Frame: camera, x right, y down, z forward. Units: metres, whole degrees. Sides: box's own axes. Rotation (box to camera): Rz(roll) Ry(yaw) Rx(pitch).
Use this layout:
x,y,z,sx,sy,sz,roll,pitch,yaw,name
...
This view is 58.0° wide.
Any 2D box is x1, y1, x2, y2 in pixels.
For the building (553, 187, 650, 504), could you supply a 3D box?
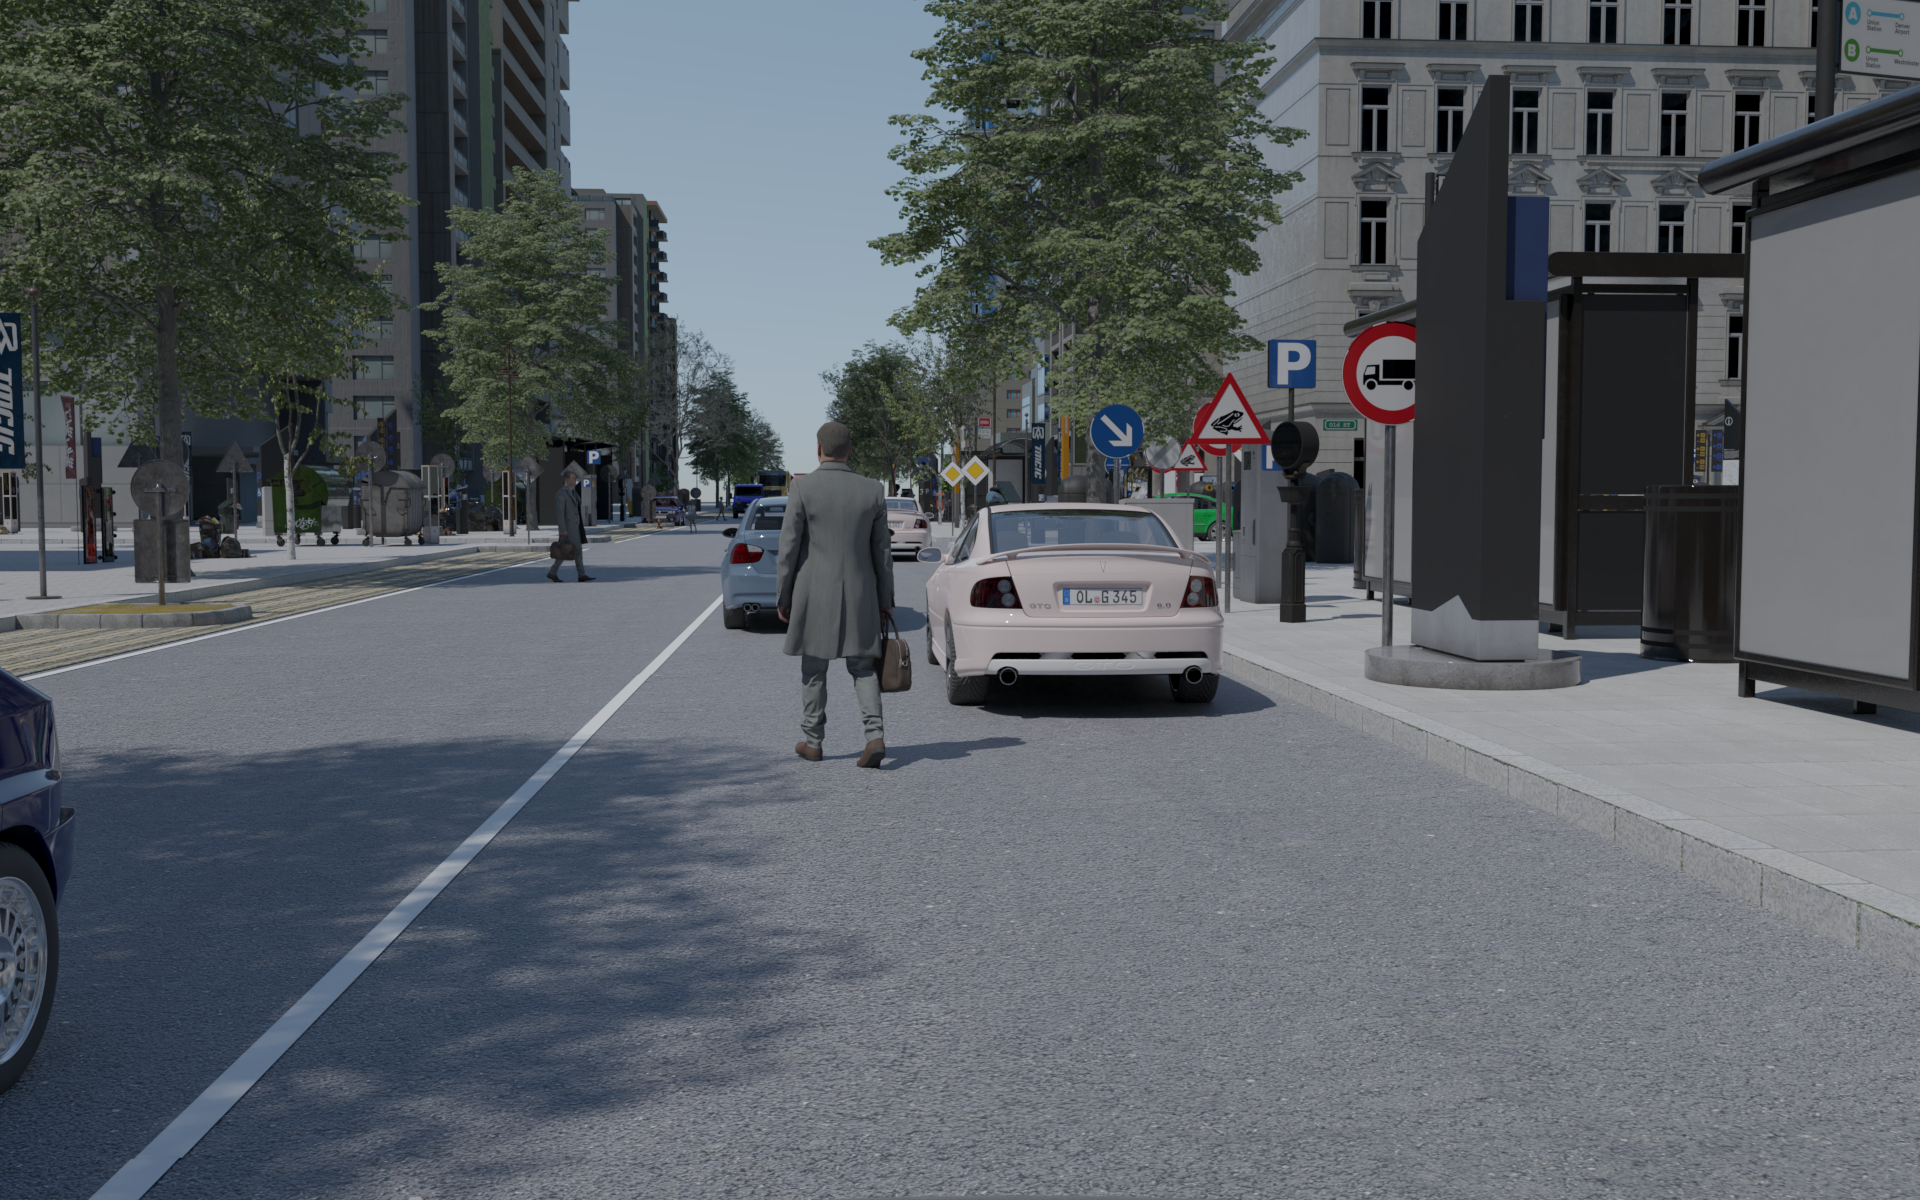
x,y,z,sx,sy,sz,roll,pitch,yaw,name
-48.900,-33.336,228.644,14.154,41.232,14.086,0,4,-4,building

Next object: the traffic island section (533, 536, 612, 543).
x,y,z,sx,sy,sz,roll,pitch,yaw,name
-11.558,-1.808,51.843,2.009,0.180,2.903,0,4,-4,traffic island section

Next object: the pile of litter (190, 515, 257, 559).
x,y,z,sx,sy,sz,roll,pitch,yaw,name
-15.051,-1.267,34.683,1.719,0.858,1.176,-1,4,-8,pile of litter

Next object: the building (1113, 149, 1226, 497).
x,y,z,sx,sy,sz,roll,pitch,yaw,name
14.805,-15.778,108.886,10.553,20.767,40.483,0,4,-4,building

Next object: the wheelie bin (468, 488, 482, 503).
x,y,z,sx,sy,sz,roll,pitch,yaw,name
-26.472,-5.269,94.052,0.980,1.594,0.693,-2,4,-29,wheelie bin

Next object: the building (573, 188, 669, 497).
x,y,z,sx,sy,sz,roll,pitch,yaw,name
-53.907,-36.445,250.491,22.147,44.769,28.867,0,4,-4,building

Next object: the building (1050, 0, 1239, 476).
x,y,z,sx,sy,sz,roll,pitch,yaw,name
17.092,-43.469,148.972,20.563,71.187,20.611,0,4,-4,building

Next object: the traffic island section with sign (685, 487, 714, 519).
x,y,z,sx,sy,sz,roll,pitch,yaw,name
-15.387,-5.660,101.176,1.989,1.847,2.006,0,4,-4,traffic island section with sign

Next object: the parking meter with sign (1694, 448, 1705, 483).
x,y,z,sx,sy,sz,roll,pitch,yaw,name
28.159,-4.272,66.111,0.543,3.016,1.738,3,4,36,parking meter with sign

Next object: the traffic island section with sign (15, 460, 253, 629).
x,y,z,sx,sy,sz,roll,pitch,yaw,name
-9.057,-0.650,19.253,1.989,1.847,2.006,0,4,-4,traffic island section with sign

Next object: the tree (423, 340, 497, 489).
x,y,z,sx,sy,sz,roll,pitch,yaw,name
-23.360,-7.959,80.491,4.737,8.622,4.395,0,3,0,tree

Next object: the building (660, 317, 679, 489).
x,y,z,sx,sy,sz,roll,pitch,yaw,name
-52.008,-30.635,272.585,14.160,30.474,14.107,0,4,-4,building

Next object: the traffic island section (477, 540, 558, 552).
x,y,z,sx,sy,sz,roll,pitch,yaw,name
-10.942,-1.321,43.881,2.009,0.180,2.903,0,4,-4,traffic island section

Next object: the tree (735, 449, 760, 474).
x,y,z,sx,sy,sz,roll,pitch,yaw,name
-27.169,-16.288,216.670,4.737,8.622,4.395,0,3,0,tree

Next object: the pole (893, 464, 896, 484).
x,y,z,sx,sy,sz,roll,pitch,yaw,name
-4.528,-7.668,119.222,0.158,3.312,0.155,0,3,0,pole

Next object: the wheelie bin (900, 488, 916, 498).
x,y,z,sx,sy,sz,roll,pitch,yaw,name
-2.935,-5.424,96.585,0.980,1.594,0.693,1,4,20,wheelie bin

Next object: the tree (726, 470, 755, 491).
x,y,z,sx,sy,sz,roll,pitch,yaw,name
-25.739,-13.445,203.539,4.285,4.588,4.351,0,3,0,tree

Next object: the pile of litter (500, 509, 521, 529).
x,y,z,sx,sy,sz,roll,pitch,yaw,name
-16.952,-3.019,63.328,1.719,0.858,1.176,1,4,20,pile of litter

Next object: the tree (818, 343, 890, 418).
x,y,z,sx,sy,sz,roll,pitch,yaw,name
-11.397,-22.114,217.449,12.611,20.169,13.585,0,3,0,tree

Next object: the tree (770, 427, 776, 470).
x,y,z,sx,sy,sz,roll,pitch,yaw,name
-25.697,-16.587,189.319,7.486,12.596,7.792,0,3,0,tree

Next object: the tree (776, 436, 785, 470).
x,y,z,sx,sy,sz,roll,pitch,yaw,name
-31.440,-21.785,274.313,7.486,12.596,7.792,0,3,0,tree

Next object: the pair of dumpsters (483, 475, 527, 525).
x,y,z,sx,sy,sz,roll,pitch,yaw,name
-18.982,-4.308,72.924,1.574,2.255,4.437,0,4,-5,pair of dumpsters

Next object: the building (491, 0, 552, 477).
x,y,z,sx,sy,sz,roll,pitch,yaw,name
-44.589,-31.293,135.335,21.300,48.544,21.600,0,4,-4,building

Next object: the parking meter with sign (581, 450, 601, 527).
x,y,z,sx,sy,sz,roll,pitch,yaw,name
-14.689,-4.414,68.435,0.543,3.016,1.738,0,4,5,parking meter with sign

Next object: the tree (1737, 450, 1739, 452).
x,y,z,sx,sy,sz,roll,pitch,yaw,name
17.930,-2.665,38.182,1.663,3.219,1.824,0,3,0,tree

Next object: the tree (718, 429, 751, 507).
x,y,z,sx,sy,sz,roll,pitch,yaw,name
-22.893,-13.531,171.592,4.360,8.622,3.978,0,3,0,tree

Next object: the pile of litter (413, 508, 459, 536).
x,y,z,sx,sy,sz,roll,pitch,yaw,name
-16.217,-2.416,53.474,1.176,0.858,1.719,-3,5,-40,pile of litter

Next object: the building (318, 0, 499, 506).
x,y,z,sx,sy,sz,roll,pitch,yaw,name
-39.210,-26.382,114.937,14.154,41.232,14.086,0,4,-4,building

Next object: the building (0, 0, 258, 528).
x,y,z,sx,sy,sz,roll,pitch,yaw,name
-42.975,-29.728,75.284,28.713,52.752,27.495,0,4,-4,building

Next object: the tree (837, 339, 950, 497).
x,y,z,sx,sy,sz,roll,pitch,yaw,name
-5.538,-14.380,141.761,9.857,13.997,8.962,0,3,0,tree

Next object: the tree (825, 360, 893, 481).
x,y,z,sx,sy,sz,roll,pitch,yaw,name
-7.411,-14.974,155.200,12.009,13.543,11.850,0,3,0,tree

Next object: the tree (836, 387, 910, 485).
x,y,z,sx,sy,sz,roll,pitch,yaw,name
-9.334,-16.074,179.819,9.611,12.733,9.660,0,3,0,tree

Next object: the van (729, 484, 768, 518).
x,y,z,sx,sy,sz,roll,pitch,yaw,name
-12.611,-6.065,103.543,2.240,2.365,5.245,0,4,-6,van

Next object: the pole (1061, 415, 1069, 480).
x,y,z,sx,sy,sz,roll,pitch,yaw,name
2.645,-3.043,43.591,0.158,3.312,0.155,0,3,0,pole

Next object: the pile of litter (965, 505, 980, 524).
x,y,z,sx,sy,sz,roll,pitch,yaw,name
0.740,-3.626,73.244,1.176,0.858,1.719,-3,4,-37,pile of litter

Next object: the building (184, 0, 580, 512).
x,y,z,sx,sy,sz,roll,pitch,yaw,name
-50.851,-34.866,159.299,28.713,52.752,27.495,0,4,-4,building

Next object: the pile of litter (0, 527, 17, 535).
x,y,z,sx,sy,sz,roll,pitch,yaw,name
-30.674,-2.497,54.798,1.719,0.858,1.176,0,4,0,pile of litter

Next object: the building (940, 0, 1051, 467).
x,y,z,sx,sy,sz,roll,pitch,yaw,name
9.064,-58.646,271.527,22.319,86.520,31.000,0,4,-4,building

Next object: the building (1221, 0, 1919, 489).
x,y,z,sx,sy,sz,roll,pitch,yaw,name
34.633,-18.362,76.640,44.131,29.872,17.030,0,4,-4,building

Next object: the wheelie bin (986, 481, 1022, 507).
x,y,z,sx,sy,sz,roll,pitch,yaw,name
1.036,-2.080,41.920,0.693,1.594,0.980,2,4,35,wheelie bin

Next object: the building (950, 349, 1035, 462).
x,y,z,sx,sy,sz,roll,pitch,yaw,name
13.446,-24.393,243.866,27.650,21.520,28.899,0,4,-4,building

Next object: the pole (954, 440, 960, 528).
x,y,z,sx,sy,sz,roll,pitch,yaw,name
-0.115,-4.382,65.490,0.158,3.312,0.155,0,3,0,pole

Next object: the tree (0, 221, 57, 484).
x,y,z,sx,sy,sz,roll,pitch,yaw,name
-22.645,-5.468,39.768,4.360,8.622,3.978,0,3,0,tree

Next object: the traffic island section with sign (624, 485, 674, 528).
x,y,z,sx,sy,sz,roll,pitch,yaw,name
-13.297,-4.007,74.144,1.989,1.847,2.006,0,4,-4,traffic island section with sign

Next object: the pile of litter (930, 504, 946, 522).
x,y,z,sx,sy,sz,roll,pitch,yaw,name
-1.442,-4.052,80.214,1.719,0.858,1.176,1,4,15,pile of litter

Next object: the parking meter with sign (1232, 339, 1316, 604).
x,y,z,sx,sy,sz,roll,pitch,yaw,name
3.630,-1.479,20.447,0.543,3.016,1.738,-1,4,-8,parking meter with sign
